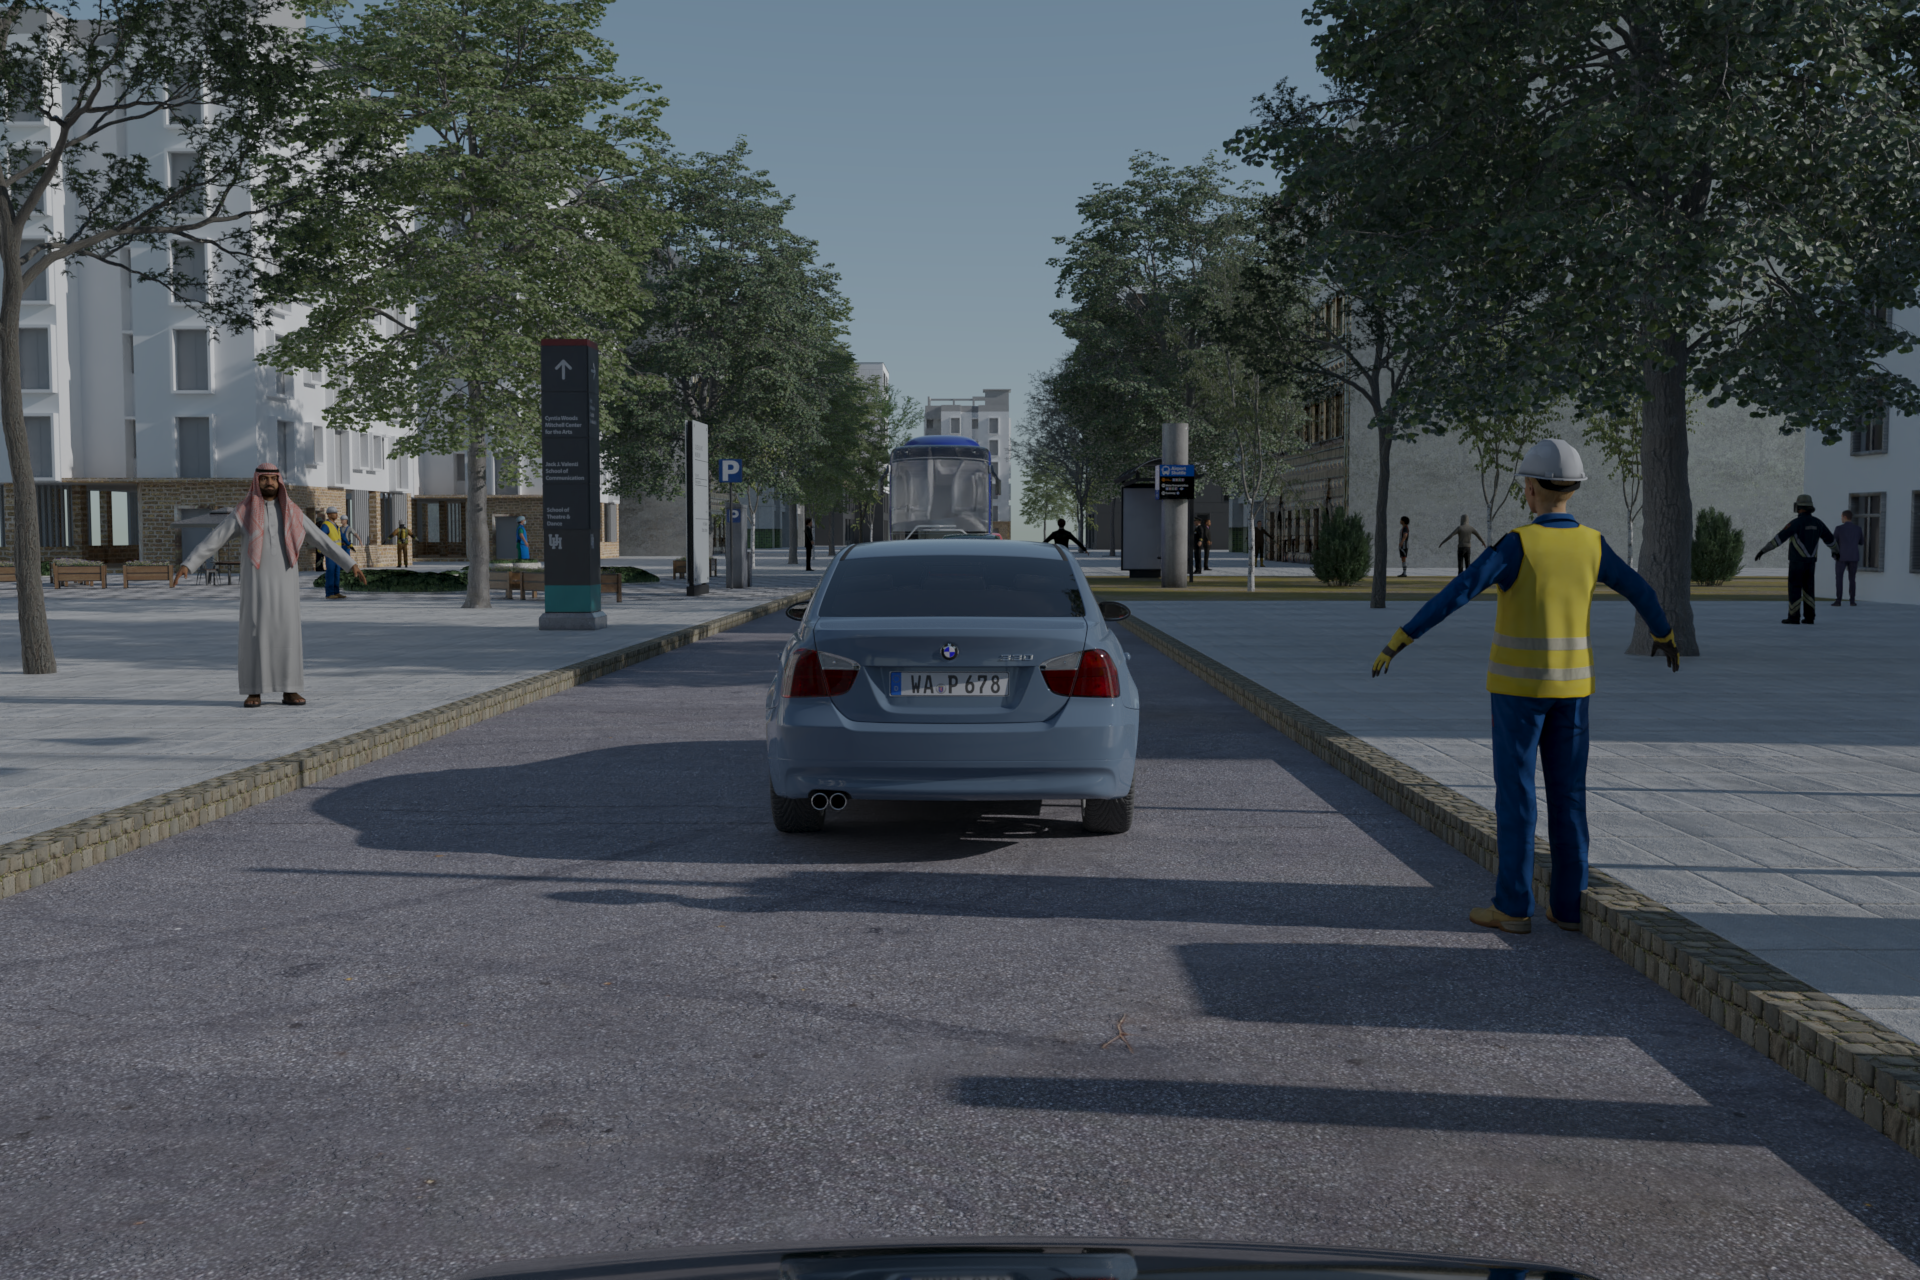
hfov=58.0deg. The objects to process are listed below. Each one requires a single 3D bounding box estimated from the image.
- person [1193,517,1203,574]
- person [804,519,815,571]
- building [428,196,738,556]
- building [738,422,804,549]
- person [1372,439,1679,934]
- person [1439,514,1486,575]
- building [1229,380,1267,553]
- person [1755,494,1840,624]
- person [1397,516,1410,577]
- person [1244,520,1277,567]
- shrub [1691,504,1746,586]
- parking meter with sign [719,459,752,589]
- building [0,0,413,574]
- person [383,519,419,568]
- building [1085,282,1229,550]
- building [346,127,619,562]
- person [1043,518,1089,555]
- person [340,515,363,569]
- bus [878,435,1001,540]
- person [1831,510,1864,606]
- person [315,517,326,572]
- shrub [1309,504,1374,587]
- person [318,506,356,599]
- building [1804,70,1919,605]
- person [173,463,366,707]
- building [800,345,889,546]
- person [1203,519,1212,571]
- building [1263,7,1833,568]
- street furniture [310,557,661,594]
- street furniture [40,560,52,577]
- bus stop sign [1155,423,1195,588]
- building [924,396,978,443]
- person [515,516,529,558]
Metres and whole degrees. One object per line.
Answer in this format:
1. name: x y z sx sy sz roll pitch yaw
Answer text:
1. person: 7.594 -3.033 55.522 0.705 1.837 1.347 0 4 -6
2. person: -5.235 -3.308 60.274 0.705 1.806 1.347 -1 4 -10
3. building: -24.457 -16.977 108.498 19.493 23.208 18.063 0 4 0
4. building: -24.869 -18.405 167.381 16.747 18.905 31.486 0 3 0
5. person: 2.093 0.158 6.338 1.216 1.772 0.721 -1 4 -11
6. person: 13.524 -2.470 46.510 1.348 1.813 0.705 -1 4 -10
7. building: 27.241 -14.685 106.559 16.747 18.905 31.486 0 4 1
8. person: 11.985 -1.150 24.677 1.351 1.845 0.704 -1 4 -12
9. person: 13.224 -2.787 51.713 0.704 1.843 1.345 1 4 14
10. person: 11.681 -3.755 67.535 1.346 1.812 0.704 -1 4 -10
11. shrub: 18.605 -2.357 42.957 1.690 2.028 1.600 0 3 0
12. parking meter with sign: -5.281 -2.742 41.091 0.543 3.016 1.738 0 4 3
13. building: -27.560 -12.310 57.696 16.016 20.090 11.380 0 4 1
14. person: -21.278 -3.687 66.043 1.354 1.858 0.705 -2 4 -32
15. building: 25.172 -19.146 157.019 27.936 21.610 32.646 0 4 0
16. building: -23.892 -13.787 81.844 16.016 20.090 11.380 0 4 2
17. person: 2.442 -2.024 41.739 1.347 1.806 0.705 0 4 2
18. person: -18.078 -2.751 50.829 1.347 1.847 0.705 1 4 16
19. bus: -0.419 -3.376 46.750 2.896 3.916 12.251 0 4 1
20. person: 15.779 -1.458 30.808 0.541 1.710 0.530 1 4 19
21. person: -21.808 -3.258 59.050 0.705 1.856 1.354 0 4 4
22. shrub: 9.357 -2.327 42.467 1.690 2.028 1.600 0 3 0
23. person: -12.447 -1.741 34.436 0.705 1.833 1.349 1 4 9
24. building: 21.679 -4.865 21.698 9.099 9.664 28.070 0 4 1
25. person: -5.149 -0.415 12.936 1.347 1.811 0.704 -2 4 -30
26. building: -23.073 -22.020 204.005 27.936 21.610 32.646 0 4 0
27. person: 8.706 -3.343 60.881 0.704 1.802 1.346 1 4 10
28. building: 23.893 -14.856 73.822 19.493 23.208 18.063 0 4 0
29. street furniture: -11.648 -1.632 42.309 5.734 0.657 10.072 2 4 27
30. street furniture: -31.290 -2.172 51.132 10.072 0.657 5.734 0 4 -7
31. bus stop sign: 5.128 -3.203 41.377 0.837 3.901 0.837 0 4 0
32. building: -4.363 -22.655 229.293 11.380 20.090 16.016 0 4 -5
33. person: -12.972 -2.767 51.369 0.704 1.817 1.347 -1 4 -19
